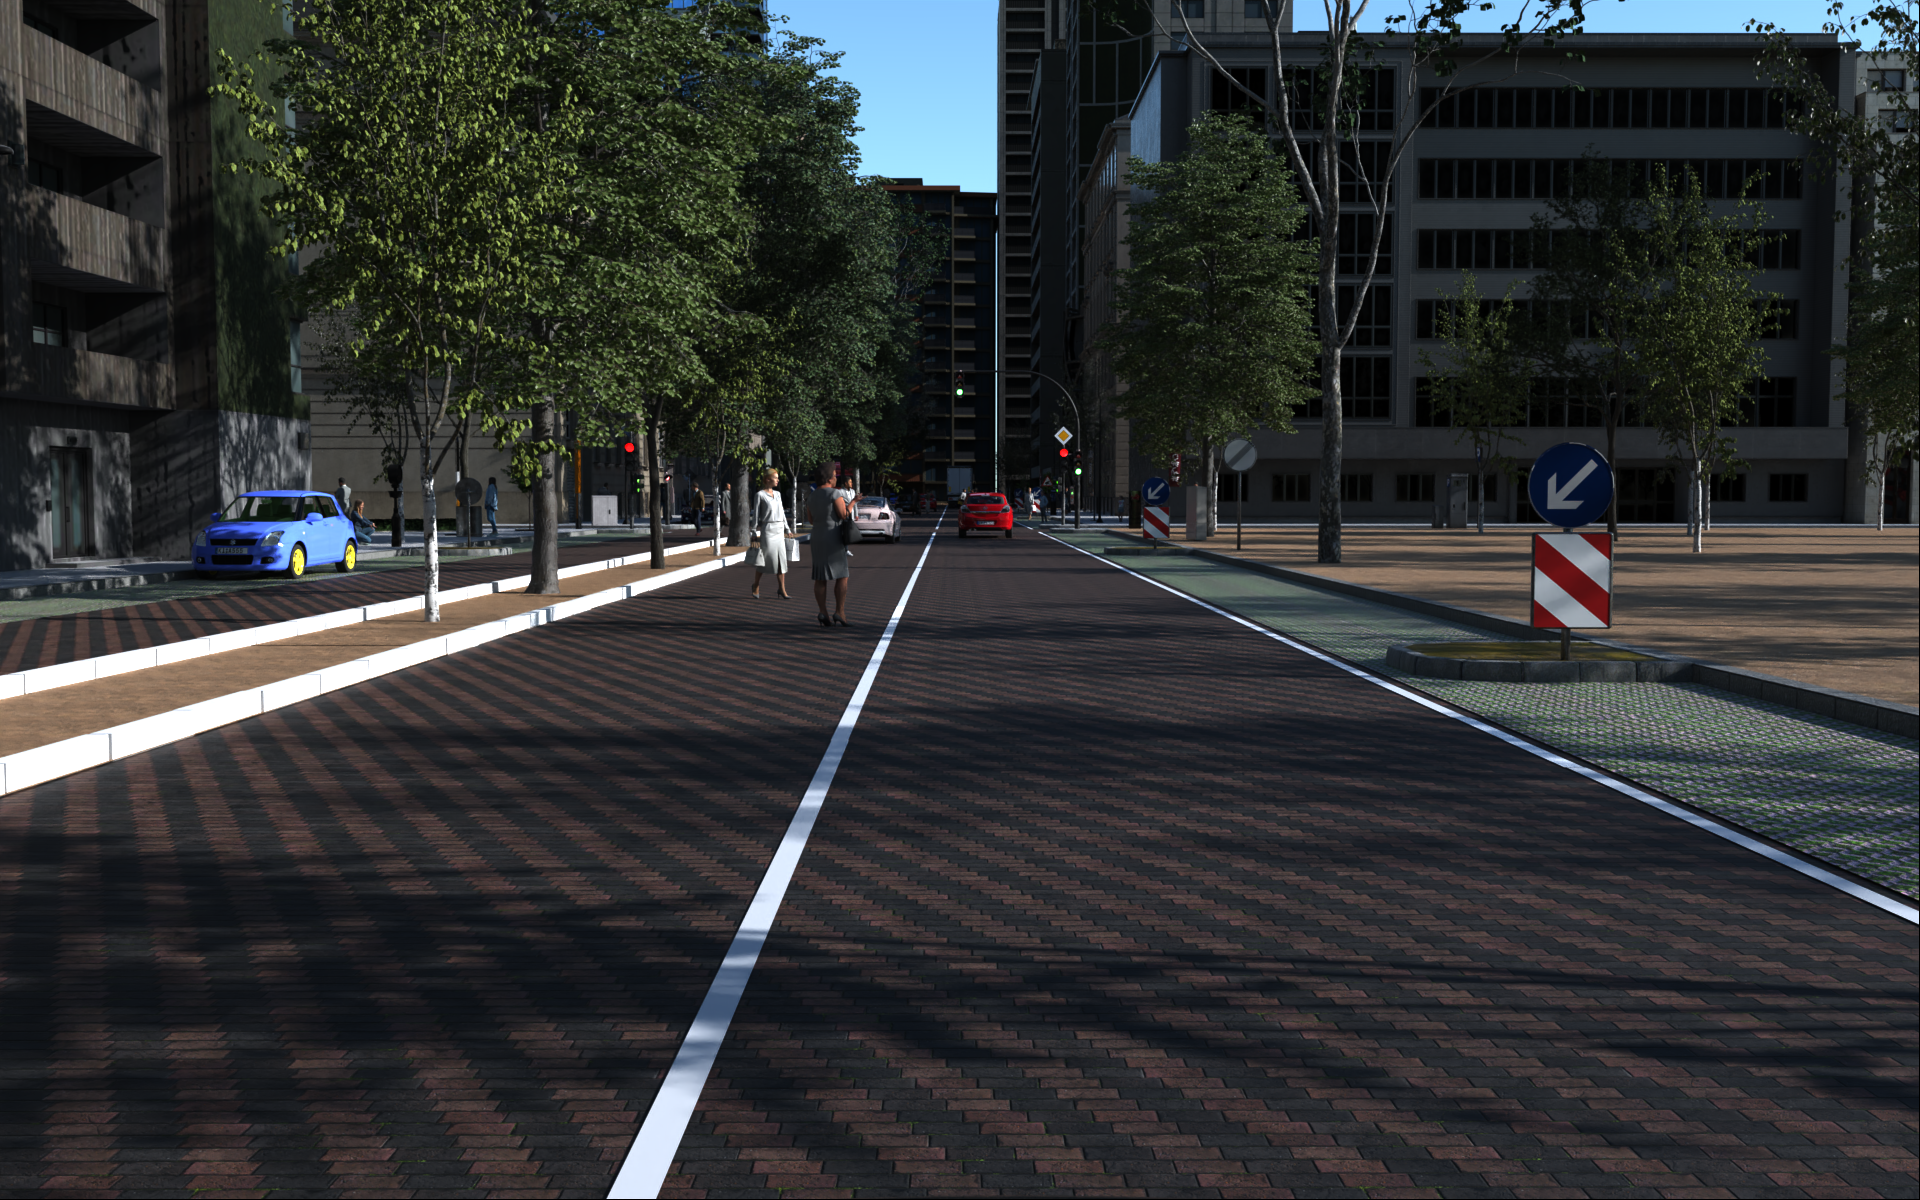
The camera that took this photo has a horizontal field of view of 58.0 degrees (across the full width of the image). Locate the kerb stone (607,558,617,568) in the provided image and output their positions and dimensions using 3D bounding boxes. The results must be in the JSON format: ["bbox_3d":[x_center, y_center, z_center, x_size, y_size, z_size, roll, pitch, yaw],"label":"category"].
[{"bbox_3d":[-6.803,-0.681,33.330,0.120,0.150,1.000,0,4,0],"label":"kerb stone"}]

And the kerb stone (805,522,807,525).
[{"bbox_3d":[-7.000,-3.349,76.947,0.120,0.150,1.000,0,4,0],"label":"kerb stone"}]

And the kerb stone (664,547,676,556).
[{"bbox_3d":[-6.846,-1.119,40.496,0.120,0.150,1.000,0,4,0],"label":"kerb stone"}]

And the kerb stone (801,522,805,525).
[{"bbox_3d":[-6.994,-3.286,75.925,0.120,0.150,1.000,0,4,0],"label":"kerb stone"}]

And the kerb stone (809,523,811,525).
[{"bbox_3d":[-7.013,-3.531,80.019,0.120,0.150,1.000,0,4,0],"label":"kerb stone"}]

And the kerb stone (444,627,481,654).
[{"bbox_3d":[-4.625,0.385,15.925,0.120,0.150,1.000,0,4,0],"label":"kerb stone"}]

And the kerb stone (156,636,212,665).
[{"bbox_3d":[-6.728,0.451,14.885,0.120,0.150,1.000,0,4,0],"label":"kerb stone"}]

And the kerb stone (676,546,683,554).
[{"bbox_3d":[-6.842,-1.182,41.518,0.120,0.150,1.000,0,4,0],"label":"kerb stone"}]

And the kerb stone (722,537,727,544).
[{"bbox_3d":[-6.889,-1.685,49.743,0.120,0.150,1.000,0,4,0],"label":"kerb stone"}]

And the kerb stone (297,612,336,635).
[{"bbox_3d":[-6.737,0.259,17.953,0.120,0.150,1.000,0,4,0],"label":"kerb stone"}]

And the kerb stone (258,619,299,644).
[{"bbox_3d":[-6.735,0.326,16.932,0.120,0.150,1.000,0,4,0],"label":"kerb stone"}]

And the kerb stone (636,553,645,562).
[{"bbox_3d":[-6.818,-0.868,36.396,0.120,0.150,1.000,0,4,0],"label":"kerb stone"}]

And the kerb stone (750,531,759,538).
[{"bbox_3d":[-6.915,-2.187,57.958,0.120,0.150,1.000,0,4,0],"label":"kerb stone"}]

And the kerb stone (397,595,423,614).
[{"bbox_3d":[-6.759,0.079,21.022,0.120,0.150,1.000,0,4,0],"label":"kerb stone"}]

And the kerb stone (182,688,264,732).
[{"bbox_3d":[-4.617,0.697,10.794,0.120,0.150,1.000,0,4,0],"label":"kerb stone"}]

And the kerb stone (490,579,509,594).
[{"bbox_3d":[-6.775,-0.179,25.125,0.120,0.150,1.000,0,4,0],"label":"kerb stone"}]

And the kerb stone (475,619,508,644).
[{"bbox_3d":[-4.640,0.321,16.953,0.120,0.150,1.000,0,4,0],"label":"kerb stone"}]

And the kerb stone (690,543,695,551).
[{"bbox_3d":[-6.854,-1.307,43.573,0.120,0.150,1.000,0,4,0],"label":"kerb stone"}]

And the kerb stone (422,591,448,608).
[{"bbox_3d":[-6.757,0.009,22.051,0.120,0.150,1.000,0,4,0],"label":"kerb stone"}]

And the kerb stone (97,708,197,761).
[{"bbox_3d":[-4.601,0.760,9.773,0.120,0.150,1.000,0,4,0],"label":"kerb stone"}]

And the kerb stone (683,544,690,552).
[{"bbox_3d":[-6.843,-1.245,42.548,0.120,0.150,1.000,0,4,0],"label":"kerb stone"}]

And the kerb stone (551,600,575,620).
[{"bbox_3d":[-4.650,0.133,20.029,0.120,0.150,1.000,0,4,0],"label":"kerb stone"}]

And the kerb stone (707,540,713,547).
[{"bbox_3d":[-6.861,-1.496,46.656,0.120,0.150,1.000,0,4,0],"label":"kerb stone"}]

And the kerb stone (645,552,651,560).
[{"bbox_3d":[-6.827,-0.930,37.418,0.120,0.150,1.000,0,4,0],"label":"kerb stone"}]

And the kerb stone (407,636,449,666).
[{"bbox_3d":[-4.628,0.446,14.896,0.120,0.150,1.000,0,4,0],"label":"kerb stone"}]

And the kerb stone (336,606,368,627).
[{"bbox_3d":[-6.745,0.197,18.975,0.120,0.150,1.000,0,4,0],"label":"kerb stone"}]

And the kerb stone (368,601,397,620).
[{"bbox_3d":[-6.757,0.134,19.999,0.120,0.150,1.000,0,4,0],"label":"kerb stone"}]

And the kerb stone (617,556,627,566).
[{"bbox_3d":[-6.813,-0.744,34.352,0.120,0.150,1.000,0,4,0],"label":"kerb stone"}]

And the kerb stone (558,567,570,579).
[{"bbox_3d":[-6.791,-0.430,29.231,0.120,0.150,1.000,0,4,0],"label":"kerb stone"}]

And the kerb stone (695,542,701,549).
[{"bbox_3d":[-6.859,-1.370,44.603,0.120,0.150,1.000,0,4,0],"label":"kerb stone"}]

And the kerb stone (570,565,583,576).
[{"bbox_3d":[-6.794,-0.493,30.255,0.120,0.150,1.000,0,4,0],"label":"kerb stone"}]

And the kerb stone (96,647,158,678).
[{"bbox_3d":[-6.728,0.511,13.863,0.120,0.150,1.000,0,4,0],"label":"kerb stone"}]

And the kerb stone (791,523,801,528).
[{"bbox_3d":[-6.987,-3.161,73.880,0.120,0.150,1.000,0,4,0],"label":"kerb stone"}]

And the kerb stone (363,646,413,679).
[{"bbox_3d":[-4.622,0.509,13.873,0.120,0.150,1.000,0,4,0],"label":"kerb stone"}]

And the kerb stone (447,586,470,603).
[{"bbox_3d":[-6.768,-0.053,23.073,0.120,0.150,1.000,0,4,0],"label":"kerb stone"}]

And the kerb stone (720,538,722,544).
[{"bbox_3d":[-6.881,-1.622,48.711,0.120,0.150,1.000,0,4,0],"label":"kerb stone"}]

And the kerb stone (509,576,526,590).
[{"bbox_3d":[-6.777,-0.242,26.149,0.120,0.150,1.000,0,4,0],"label":"kerb stone"}]

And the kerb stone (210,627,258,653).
[{"bbox_3d":[-6.734,0.384,15.910,0.120,0.150,1.000,0,4,0],"label":"kerb stone"}]

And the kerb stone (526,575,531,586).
[{"bbox_3d":[-6.782,-0.304,27.172,0.120,0.150,1.000,0,4,0],"label":"kerb stone"}]

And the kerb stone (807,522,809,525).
[{"bbox_3d":[-7.009,-3.411,77.969,0.120,0.150,1.000,0,4,0],"label":"kerb stone"}]

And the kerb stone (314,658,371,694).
[{"bbox_3d":[-4.619,0.575,12.851,0.120,0.150,1.000,0,4,0],"label":"kerb stone"}]

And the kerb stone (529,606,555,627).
[{"bbox_3d":[-4.647,0.196,19.005,0.120,0.150,1.000,0,4,0],"label":"kerb stone"}]

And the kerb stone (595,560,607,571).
[{"bbox_3d":[-6.800,-0.618,32.298,0.120,0.150,1.000,0,4,0],"label":"kerb stone"}]

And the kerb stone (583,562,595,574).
[{"bbox_3d":[-6.803,-0.555,31.276,0.120,0.150,1.000,0,4,0],"label":"kerb stone"}]

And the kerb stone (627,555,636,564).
[{"bbox_3d":[-6.816,-0.802,35.374,0.120,0.150,1.000,0,4,0],"label":"kerb stone"}]

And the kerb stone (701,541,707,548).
[{"bbox_3d":[-6.864,-1.432,45.625,0.120,0.150,1.000,0,4,0],"label":"kerb stone"}]

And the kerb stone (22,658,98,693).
[{"bbox_3d":[-6.722,0.572,12.841,0.120,0.150,1.000,0,4,0],"label":"kerb stone"}]

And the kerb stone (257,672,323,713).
[{"bbox_3d":[-4.611,0.637,11.818,0.120,0.150,1.000,0,4,0],"label":"kerb stone"}]

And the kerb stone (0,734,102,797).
[{"bbox_3d":[-4.605,0.822,8.749,0.120,0.150,1.000,0,4,0],"label":"kerb stone"}]

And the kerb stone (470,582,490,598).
[{"bbox_3d":[-6.769,-0.117,24.103,0.120,0.150,1.000,0,4,0],"label":"kerb stone"}]

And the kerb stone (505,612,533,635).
[{"bbox_3d":[-4.643,0.260,17.983,0.120,0.150,1.000,0,4,0],"label":"kerb stone"}]
